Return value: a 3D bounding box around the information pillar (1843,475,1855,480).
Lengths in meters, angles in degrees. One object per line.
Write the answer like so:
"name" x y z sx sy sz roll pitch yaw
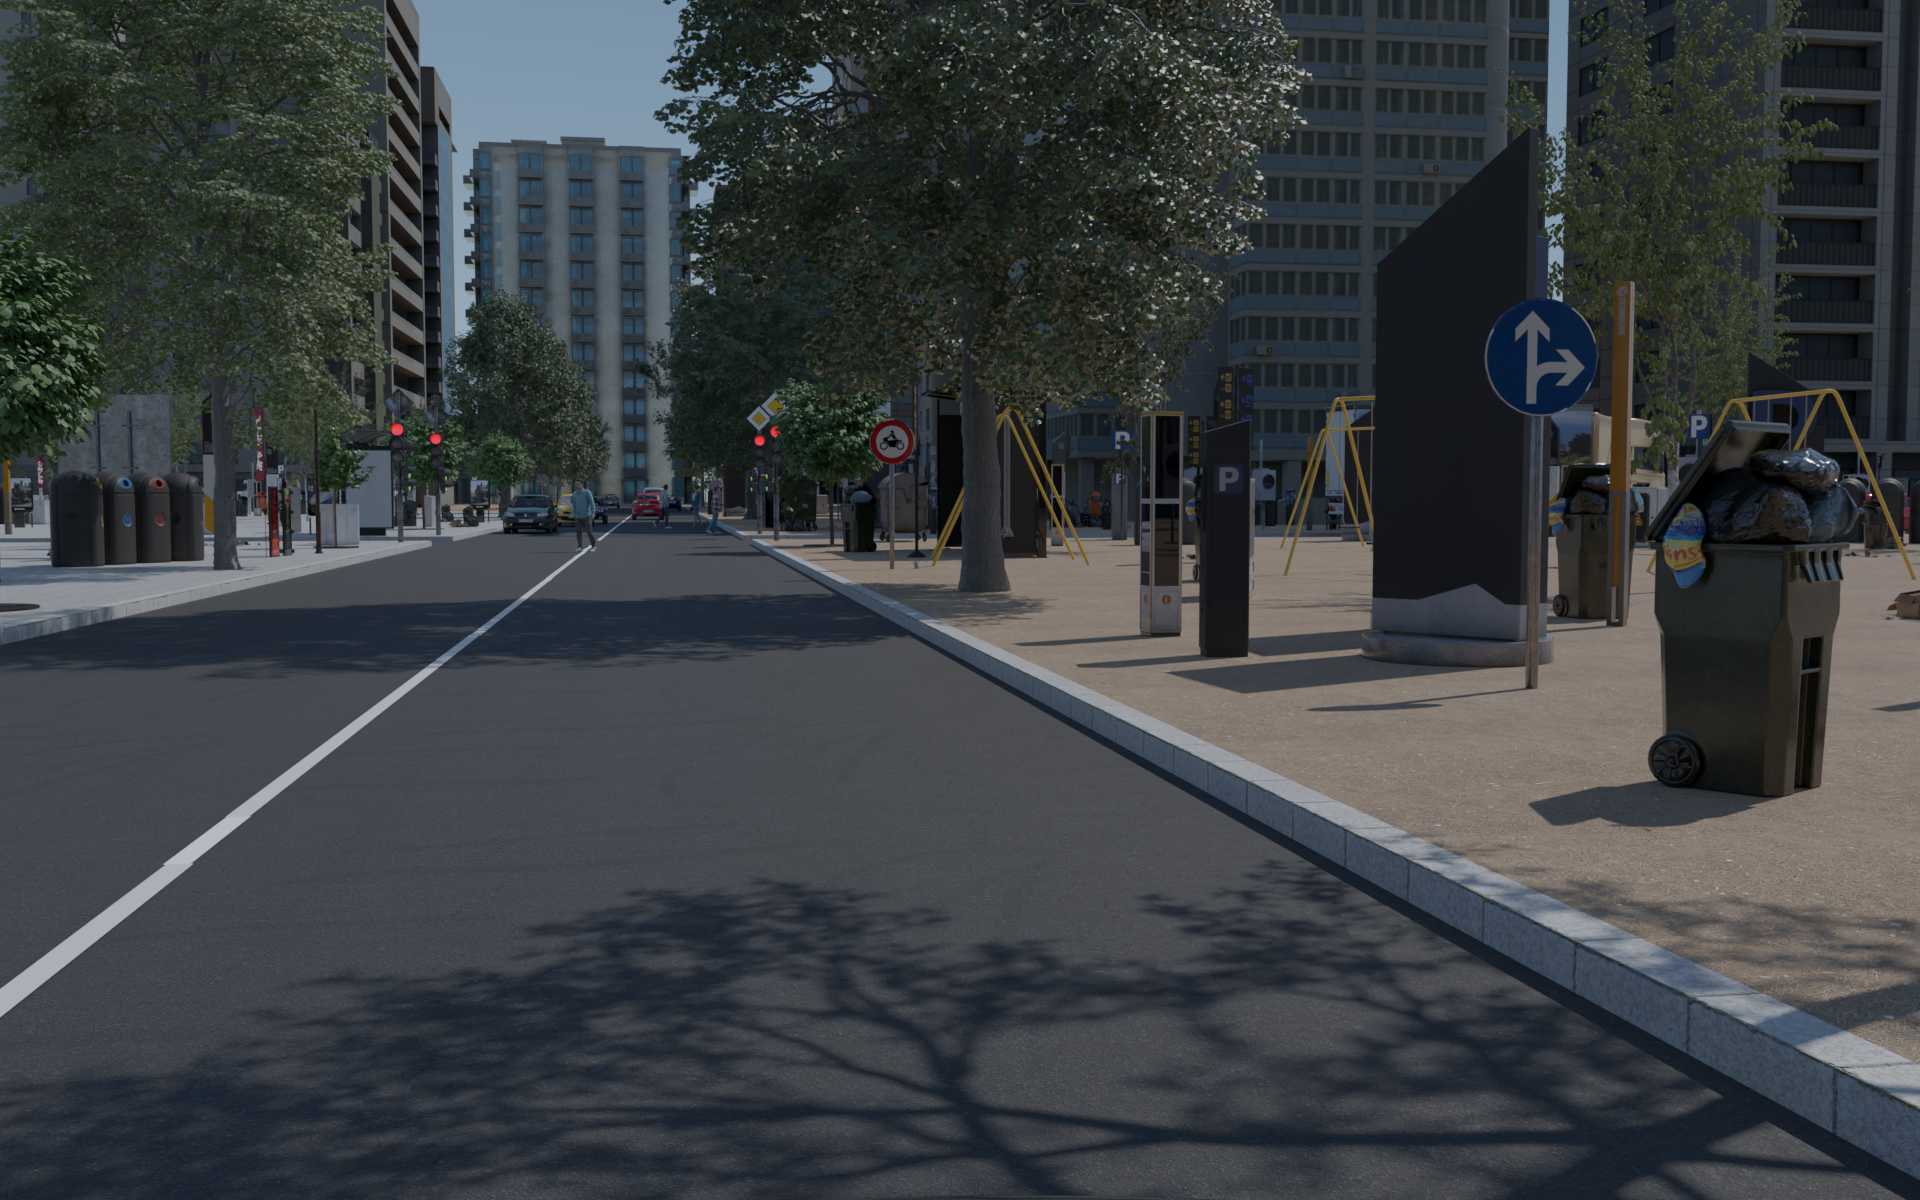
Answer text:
"information pillar" 33.645 -3.737 65.594 0.304 2.012 0.304 -1 4 -18

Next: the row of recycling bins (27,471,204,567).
"row of recycling bins" -15.342 -1.517 31.916 1.069 1.692 3.534 1 4 13

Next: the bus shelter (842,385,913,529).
"bus shelter" -3.175 -5.144 61.739 2.179 5.291 8.768 -1 4 -10

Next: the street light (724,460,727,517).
"street light" -13.152 -7.587 96.843 0.468 5.910 1.993 -1 4 -10

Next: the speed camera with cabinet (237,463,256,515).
"speed camera with cabinet" -44.895 -7.011 108.969 0.660 3.252 2.038 -3 5 -40

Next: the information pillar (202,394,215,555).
"information pillar" -15.663 -2.760 36.480 0.504 3.616 0.183 -1 4 -8

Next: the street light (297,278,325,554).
"street light" -13.824 -3.938 37.167 0.468 5.910 1.993 -1 4 -10

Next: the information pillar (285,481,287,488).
"information pillar" -36.910 -5.505 94.497 0.304 2.012 0.304 0 4 4

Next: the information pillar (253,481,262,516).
"information pillar" -40.991 -5.907 101.066 0.304 2.012 0.304 2 4 33

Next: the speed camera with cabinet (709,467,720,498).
"speed camera with cabinet" -14.908 -7.071 109.946 2.038 3.252 0.660 -1 4 -9

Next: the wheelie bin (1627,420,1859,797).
"wheelie bin" 3.485 0.018 7.610 0.980 1.594 0.693 -3 5 -42

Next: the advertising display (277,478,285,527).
"advertising display" -26.658 -3.843 68.049 0.123 1.923 0.974 -2 4 -31

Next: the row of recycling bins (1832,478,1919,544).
"row of recycling bins" 23.886 -2.346 45.476 3.534 1.692 1.069 2 4 29

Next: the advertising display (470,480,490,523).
"advertising display" -21.559 -4.440 77.810 0.974 1.923 0.123 1 4 17

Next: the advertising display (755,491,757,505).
"advertising display" -12.969 -6.401 109.873 0.974 1.923 0.123 2 4 34

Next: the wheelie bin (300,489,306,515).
"wheelie bin" -41.222 -6.164 108.693 0.693 1.594 0.980 -1 4 -19

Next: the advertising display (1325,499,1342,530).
"advertising display" 13.349 -3.470 61.949 0.123 1.923 0.974 3 5 42

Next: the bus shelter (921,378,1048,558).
"bus shelter" 0.468 -2.835 37.627 1.731 3.624 6.357 -1 4 -10

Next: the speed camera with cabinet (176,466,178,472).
"speed camera with cabinet" -54.045 -7.741 120.893 0.660 3.252 2.038 3 4 38

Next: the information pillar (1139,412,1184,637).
"information pillar" 1.815 -0.681 15.629 0.304 2.012 0.304 -1 4 -14

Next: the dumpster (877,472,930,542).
"dumpster" -1.524 -2.529 47.110 1.264 1.857 1.865 -1 4 -10

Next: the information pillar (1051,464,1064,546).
"information pillar" 2.413 -2.342 42.783 0.304 2.012 0.304 0 4 7

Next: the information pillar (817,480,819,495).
"information pillar" -9.924 -7.871 120.052 0.183 3.616 0.504 -3 5 -40

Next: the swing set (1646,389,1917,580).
"swing set" 12.834 -1.817 27.327 2.862 2.851 3.119 0 4 -3

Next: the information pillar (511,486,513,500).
"information pillar" -28.136 -7.179 108.735 0.183 3.616 0.504 0 4 -5

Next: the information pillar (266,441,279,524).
"information pillar" -29.048 -5.003 73.151 0.504 3.616 0.183 0 4 -6

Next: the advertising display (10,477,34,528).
"advertising display" -35.919 -3.725 66.114 0.974 1.923 0.123 -1 4 -14

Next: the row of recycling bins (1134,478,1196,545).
"row of recycling bins" 5.990 -2.273 44.272 3.534 1.692 1.069 -2 4 -33

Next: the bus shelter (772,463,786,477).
"bus shelter" -11.005 -8.001 108.449 2.179 5.291 8.768 -1 4 -10

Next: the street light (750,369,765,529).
"street light" -7.471 -5.585 64.095 0.468 5.910 1.993 -1 4 -10

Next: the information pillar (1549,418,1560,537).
"information pillar" 17.634 -3.683 51.567 0.183 3.616 0.504 -2 4 -24

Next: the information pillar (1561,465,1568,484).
"information pillar" 15.409 -2.404 43.794 0.304 2.012 0.304 -3 5 -41

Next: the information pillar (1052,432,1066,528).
"information pillar" 3.709 -4.494 64.826 0.504 3.616 0.183 -1 4 -13

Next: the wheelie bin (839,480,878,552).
"wheelie bin" -2.243 -1.860 38.320 0.693 1.594 0.980 -3 4 -38

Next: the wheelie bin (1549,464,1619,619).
"wheelie bin" 6.619 -0.614 17.952 0.980 1.594 0.693 0 4 -8

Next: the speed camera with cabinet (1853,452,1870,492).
"speed camera with cabinet" 40.247 -5.165 78.791 2.038 3.252 0.660 0 4 1

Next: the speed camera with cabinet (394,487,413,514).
"speed camera with cabinet" -35.606 -7.081 110.109 0.660 3.252 2.038 1 4 15

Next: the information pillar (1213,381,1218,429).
"information pillar" 4.870 -2.515 32.475 0.183 3.616 0.504 -1 4 -12

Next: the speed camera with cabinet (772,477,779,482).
"speed camera with cabinet" -9.935 -6.434 99.533 2.038 3.252 0.660 1 4 10

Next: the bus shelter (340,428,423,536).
"bus shelter" -18.683 -3.781 55.741 2.014 3.302 5.546 -1 4 -10

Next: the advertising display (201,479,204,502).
"advertising display" -32.357 -4.276 75.126 0.974 1.923 0.123 -1 4 -13

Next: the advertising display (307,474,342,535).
"advertising display" -20.044 -3.017 54.549 0.974 1.923 0.123 0 4 -3

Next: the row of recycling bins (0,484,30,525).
"row of recycling bins" -40.588 -4.021 72.854 1.069 1.692 3.534 1 4 12

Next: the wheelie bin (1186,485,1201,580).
"wheelie bin" 3.855 -1.084 25.638 0.980 1.594 0.693 0 4 -6

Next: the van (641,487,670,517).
"van" -19.686 -6.395 111.570 2.013 2.044 4.112 -1 4 -9

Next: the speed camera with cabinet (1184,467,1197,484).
"speed camera with cabinet" 7.878 -4.151 62.206 2.038 3.252 0.660 -2 4 -24
